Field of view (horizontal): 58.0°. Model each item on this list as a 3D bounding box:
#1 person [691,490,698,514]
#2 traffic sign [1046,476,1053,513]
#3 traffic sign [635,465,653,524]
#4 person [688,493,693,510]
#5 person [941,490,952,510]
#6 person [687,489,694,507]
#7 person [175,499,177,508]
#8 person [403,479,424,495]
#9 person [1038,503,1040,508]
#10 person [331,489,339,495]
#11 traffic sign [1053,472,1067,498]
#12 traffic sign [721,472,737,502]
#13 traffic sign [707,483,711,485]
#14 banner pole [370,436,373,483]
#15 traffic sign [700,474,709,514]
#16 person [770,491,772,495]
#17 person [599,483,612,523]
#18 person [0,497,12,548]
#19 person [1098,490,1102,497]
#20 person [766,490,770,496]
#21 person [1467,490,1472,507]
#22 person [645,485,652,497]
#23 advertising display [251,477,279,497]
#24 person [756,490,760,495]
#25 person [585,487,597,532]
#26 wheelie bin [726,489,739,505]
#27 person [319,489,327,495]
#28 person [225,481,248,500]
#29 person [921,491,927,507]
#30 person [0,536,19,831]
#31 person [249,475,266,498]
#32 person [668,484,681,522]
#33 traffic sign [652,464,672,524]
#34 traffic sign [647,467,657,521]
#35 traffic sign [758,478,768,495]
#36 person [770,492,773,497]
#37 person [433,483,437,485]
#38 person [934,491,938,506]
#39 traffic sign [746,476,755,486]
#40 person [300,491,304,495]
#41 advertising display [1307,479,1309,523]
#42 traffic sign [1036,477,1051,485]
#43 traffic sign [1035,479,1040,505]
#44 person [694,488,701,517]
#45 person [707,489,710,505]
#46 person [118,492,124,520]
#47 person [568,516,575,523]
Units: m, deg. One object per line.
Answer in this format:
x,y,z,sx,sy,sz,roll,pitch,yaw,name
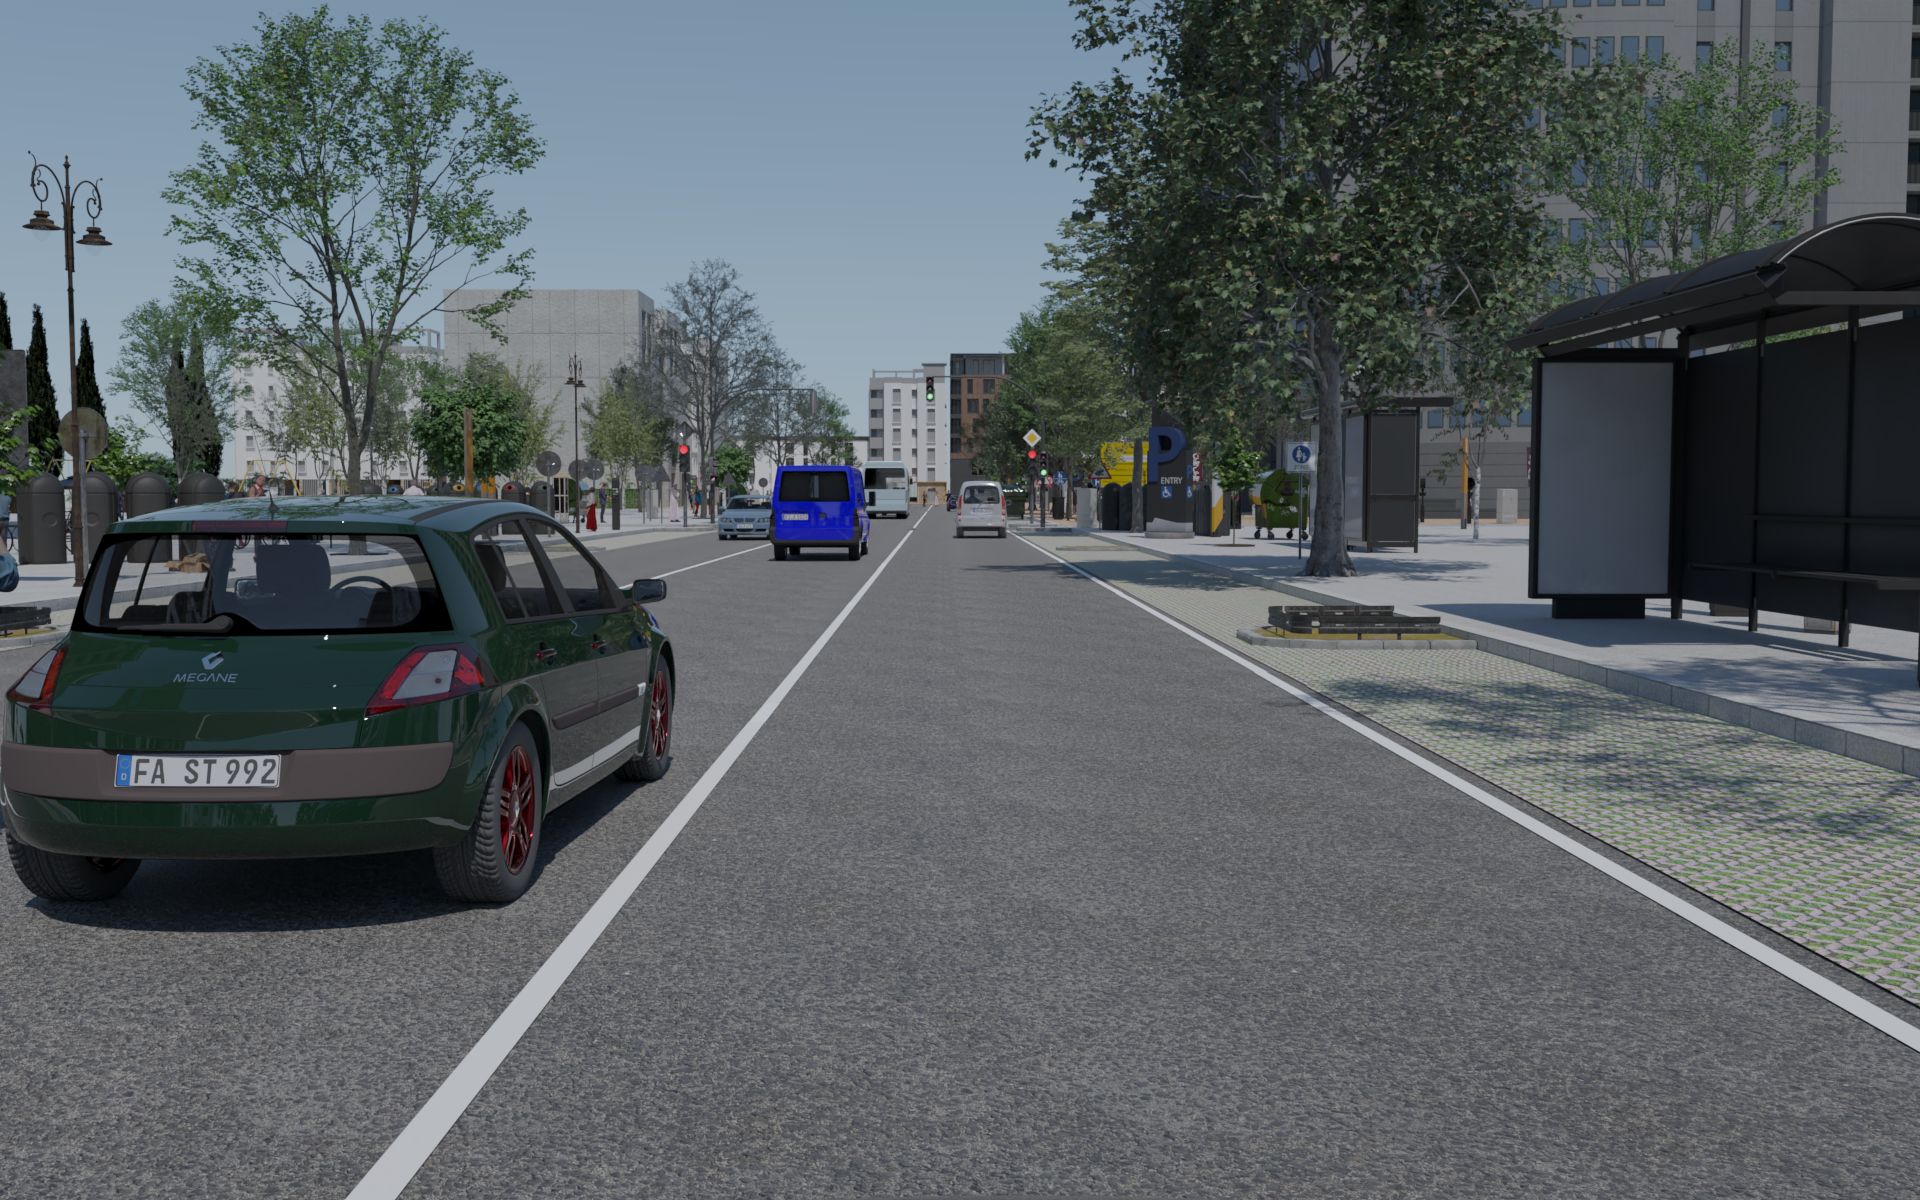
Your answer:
-17.400,-6.460,113.727,0.516,1.574,0.319,2,4,30,person
6.107,-7.314,119.693,0.768,2.556,0.104,0,4,0,traffic sign
-13.636,-4.561,74.672,0.768,2.556,0.104,0,4,0,traffic sign
-21.304,-7.873,137.311,0.480,1.512,0.613,0,4,2,person
-1.051,-9.071,156.816,1.348,1.822,0.705,1,4,16,person
-27.119,-10.355,175.349,1.348,1.824,0.705,0,4,8,person
-23.490,-2.653,52.600,0.628,1.438,0.799,-1,4,-18,person
-15.887,-2.663,50.518,0.756,1.711,0.436,1,4,12,person
7.468,-9.516,161.652,0.705,1.821,1.348,1,4,22,person
-31.875,-4.893,88.253,0.499,1.552,0.429,0,4,4,person
5.681,-5.997,98.155,0.768,2.556,0.104,0,4,7,traffic sign
-13.168,-6.039,98.734,0.884,2.594,0.081,0,4,7,traffic sign
-14.847,-6.387,104.423,0.884,2.594,0.081,0,4,5,traffic sign
-25.155,-5.138,74.031,0.401,3.779,0.863,-1,4,-13,banner pole
-15.767,-6.577,107.644,0.768,2.556,0.104,0,4,2,traffic sign
-23.464,-12.738,215.224,0.530,1.710,0.541,-1,4,-9,person
-15.815,-4.325,77.205,0.568,1.767,0.683,-2,4,-23,person
-16.908,-1.353,30.382,0.499,1.552,0.429,-2,4,-30,person
18.114,-13.315,224.268,0.750,1.759,0.617,1,4,22,person
-14.399,-7.438,129.710,0.319,1.574,0.516,1,4,15,person
25.498,-4.819,87.037,0.471,1.553,0.569,1,4,20,person
-17.763,-5.721,99.726,0.875,1.805,0.789,3,5,43,person
-26.650,-3.746,66.459,0.974,1.923,0.123,-2,4,-33,advertising display
-20.674,-10.341,175.832,1.217,1.743,0.721,-1,4,-14,person
-12.577,-3.094,59.100,0.387,1.526,0.523,0,4,0,person
-13.702,-5.907,104.487,0.980,1.594,0.693,2,4,35,wheelie bin
-29.193,-4.339,79.672,0.574,1.496,0.600,0,4,2,person
-17.721,-2.111,42.430,0.647,1.594,0.662,-1,4,-13,person
-3.884,-11.149,191.500,0.721,1.735,1.217,3,5,42,person
-4.156,0.217,7.164,0.499,1.552,0.429,3,5,44,person
-13.020,-1.515,32.281,0.415,1.643,0.593,-3,4,-38,person
-13.002,-4.422,79.005,0.621,1.740,0.551,-1,4,-19,person
-12.986,-4.609,75.368,0.884,2.594,0.081,0,4,8,traffic sign
-14.549,-4.967,81.316,0.768,2.556,0.104,0,4,0,traffic sign
-15.247,-8.199,134.166,0.768,2.556,0.104,0,4,8,traffic sign
-14.851,-8.164,139.671,0.875,1.805,0.789,1,4,19,person
-23.852,-4.443,78.812,0.434,1.807,0.598,1,4,14,person
-2.724,-11.872,203.278,0.621,1.740,0.551,-2,4,-26,person
-13.753,-6.915,112.797,0.795,2.593,0.064,0,4,1,traffic sign
-34.674,-4.993,90.916,0.726,1.435,0.776,2,4,28,person
15.442,-4.302,75.547,0.123,1.923,0.974,-2,4,-32,advertising display
4.801,-6.083,99.455,0.884,2.594,0.081,0,4,3,traffic sign
6.423,-8.966,146.603,0.884,2.594,0.081,0,4,1,traffic sign
-14.939,-5.556,98.581,0.444,1.614,0.593,3,5,43,person
-21.240,-8.520,146.064,0.841,1.734,0.376,-1,4,-18,person
-31.928,-3.520,65.551,0.963,1.587,0.435,1,4,13,person
-17.485,-4.290,77.654,0.593,1.643,0.415,0,4,-6,person
